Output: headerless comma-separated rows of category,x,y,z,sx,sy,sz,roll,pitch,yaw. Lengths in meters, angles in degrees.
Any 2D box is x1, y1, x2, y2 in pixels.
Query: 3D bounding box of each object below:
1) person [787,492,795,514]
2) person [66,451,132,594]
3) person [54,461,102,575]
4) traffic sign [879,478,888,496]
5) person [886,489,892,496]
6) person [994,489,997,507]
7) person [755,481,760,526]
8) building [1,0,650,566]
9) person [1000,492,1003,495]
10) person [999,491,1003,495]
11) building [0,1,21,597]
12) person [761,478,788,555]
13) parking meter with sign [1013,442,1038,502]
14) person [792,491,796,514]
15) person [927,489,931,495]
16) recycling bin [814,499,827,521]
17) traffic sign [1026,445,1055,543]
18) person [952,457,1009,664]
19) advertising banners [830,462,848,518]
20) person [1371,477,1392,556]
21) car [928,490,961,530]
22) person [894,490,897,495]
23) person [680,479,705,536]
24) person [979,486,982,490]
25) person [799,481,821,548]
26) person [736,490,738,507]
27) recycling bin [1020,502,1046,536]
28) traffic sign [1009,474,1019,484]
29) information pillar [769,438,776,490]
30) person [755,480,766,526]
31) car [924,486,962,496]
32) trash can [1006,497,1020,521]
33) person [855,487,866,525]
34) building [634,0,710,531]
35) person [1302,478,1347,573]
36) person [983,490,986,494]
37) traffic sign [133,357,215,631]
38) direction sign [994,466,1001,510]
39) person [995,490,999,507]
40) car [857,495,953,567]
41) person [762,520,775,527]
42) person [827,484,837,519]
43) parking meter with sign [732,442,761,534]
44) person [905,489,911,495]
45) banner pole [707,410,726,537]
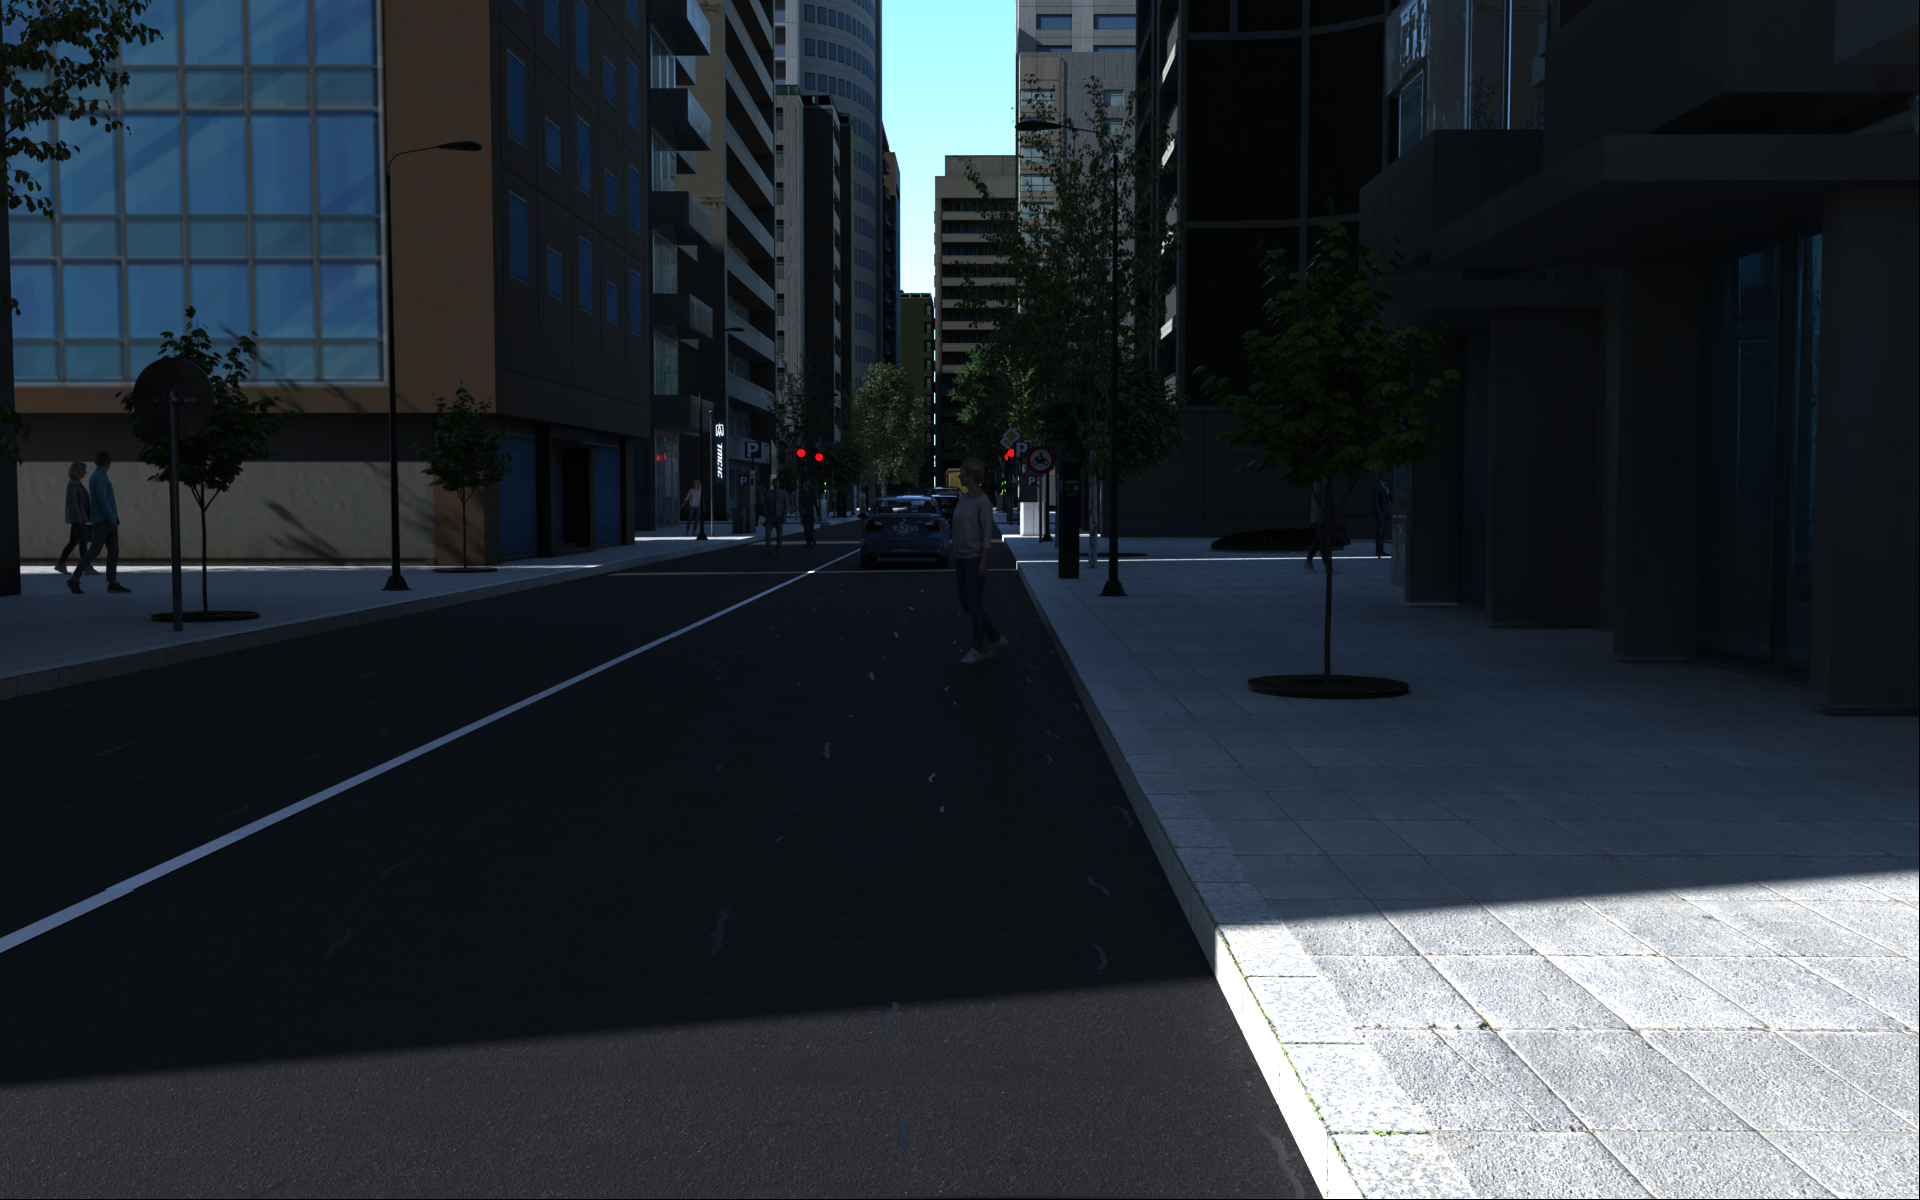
person,-10.647,-6.291,109.016,0.709,1.813,0.853,-1,4,-20
person,-11.160,-1.010,22.417,0.748,1.841,0.638,-1,4,-18
person,-14.029,-1.304,27.552,0.728,1.800,0.709,-1,4,-12
traffic sign,-6.122,-8.459,138.412,0.768,2.556,0.104,0,4,1
person,-7.145,-10.107,171.305,0.705,1.823,1.348,-3,5,-43
person,3.573,-9.943,169.064,0.568,1.767,0.683,-3,5,-41
person,-8.401,-3.938,70.403,0.580,1.828,0.573,-1,4,-20
building,-14.911,-23.610,36.137,14.600,45.320,14.200,0,4,1
person,4.098,-9.371,159.972,1.217,1.736,0.721,3,5,42
person,4.496,-10.635,180.634,1.217,1.736,0.721,0,4,4
building,-22.758,-23.644,10.275,21.300,48.544,21.600,0,4,1
person,-4.365,-1.975,40.894,0.635,1.810,0.391,0,4,4
parking meter with sign,2.237,-3.704,56.814,0.543,3.016,1.738,-1,4,-14
person,-10.642,-6.348,110.184,0.716,1.782,0.532,1,4,19
person,-2.246,-7.063,124.460,0.515,1.767,0.782,-1,4,-21
recycling bin,-6.764,-4.220,81.549,0.722,1.027,0.722,3,4,37
traffic sign,2.109,-2.758,45.202,0.768,2.556,0.104,1,4,9
person,0.164,-0.343,14.785,0.598,1.740,0.731,-3,4,-36
advertising banners,-6.577,-5.974,93.863,0.090,3.025,2.074,-2,4,-29
person,8.748,-1.819,35.965,0.419,1.800,0.721,2,4,34
car,-0.561,-3.192,61.979,2.009,1.686,4.222,0,4,1
person,-6.778,-10.891,184.829,0.721,1.735,1.217,-1,4,-14
person,-8.313,-2.861,53.498,0.731,1.740,0.598,-3,4,-37
person,0.931,-4.692,85.022,0.447,1.846,0.655,-2,4,-25
person,-4.003,-2.287,46.308,0.534,1.772,0.576,1,4,19
person,-10.374,-4.632,81.951,0.511,1.800,0.466,-2,4,-27
recycling bin,2.218,-2.462,52.814,0.722,1.027,0.722,0,4,-3
traffic sign,2.791,-5.706,93.302,0.884,2.594,0.081,0,4,5
information pillar,-7.878,-4.990,72.935,0.183,3.616,0.504,1,4,20
person,-7.880,-3.840,68.731,0.836,1.842,0.656,0,4,4
car,-0.706,-4.850,87.970,2.281,1.827,5.304,0,4,0
trash can,2.534,-4.277,81.577,0.748,1.137,0.748,0,3,0
person,-4.552,-4.310,79.546,0.524,1.755,0.480,-1,4,-13
building,-24.530,-26.882,59.129,30.456,49.044,23.786,0,4,1
person,5.942,-1.349,28.284,0.728,1.800,0.709,3,5,43
person,1.657,-6.687,118.830,0.522,1.701,0.512,1,4,16
traffic sign,-7.330,-0.982,16.158,0.768,2.556,0.104,0,4,1
direction sign,3.035,-9.048,139.929,0.379,3.537,0.876,-2,4,-33
person,3.629,-9.826,167.629,0.436,1.711,0.756,1,4,23
car,-1.099,-1.413,35.108,2.014,1.417,4.499,0,4,-1
person,-7.288,-3.437,66.513,0.640,1.303,0.475,0,4,-7
person,-6.726,-5.151,90.536,0.573,1.790,0.520,3,4,37
parking meter with sign,-7.017,-3.700,56.758,0.543,3.016,1.738,1,4,10
person,-3.743,-7.222,126.852,0.793,1.790,0.793,3,4,36
banner pole,-7.233,-3.761,51.505,0.863,3.779,0.401,3,5,44
